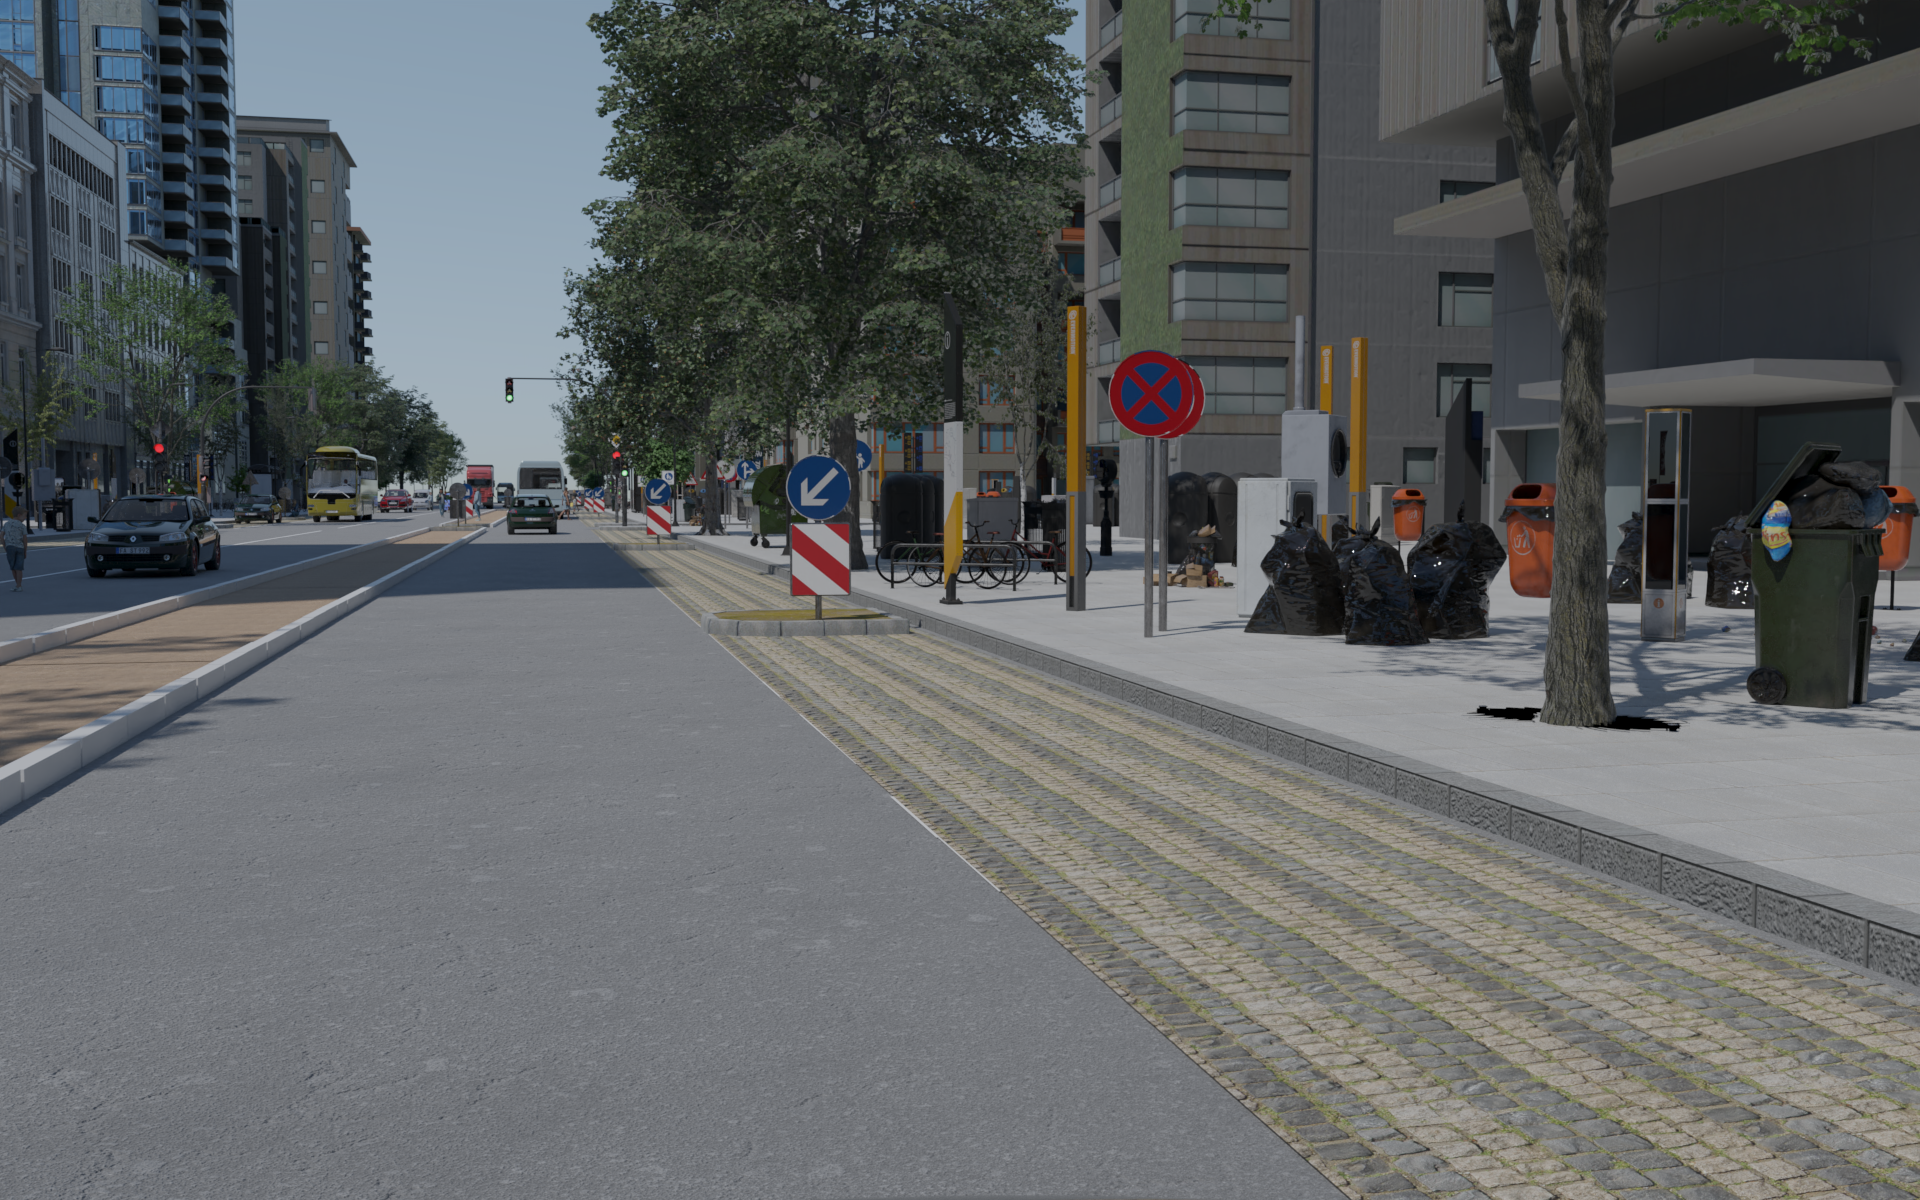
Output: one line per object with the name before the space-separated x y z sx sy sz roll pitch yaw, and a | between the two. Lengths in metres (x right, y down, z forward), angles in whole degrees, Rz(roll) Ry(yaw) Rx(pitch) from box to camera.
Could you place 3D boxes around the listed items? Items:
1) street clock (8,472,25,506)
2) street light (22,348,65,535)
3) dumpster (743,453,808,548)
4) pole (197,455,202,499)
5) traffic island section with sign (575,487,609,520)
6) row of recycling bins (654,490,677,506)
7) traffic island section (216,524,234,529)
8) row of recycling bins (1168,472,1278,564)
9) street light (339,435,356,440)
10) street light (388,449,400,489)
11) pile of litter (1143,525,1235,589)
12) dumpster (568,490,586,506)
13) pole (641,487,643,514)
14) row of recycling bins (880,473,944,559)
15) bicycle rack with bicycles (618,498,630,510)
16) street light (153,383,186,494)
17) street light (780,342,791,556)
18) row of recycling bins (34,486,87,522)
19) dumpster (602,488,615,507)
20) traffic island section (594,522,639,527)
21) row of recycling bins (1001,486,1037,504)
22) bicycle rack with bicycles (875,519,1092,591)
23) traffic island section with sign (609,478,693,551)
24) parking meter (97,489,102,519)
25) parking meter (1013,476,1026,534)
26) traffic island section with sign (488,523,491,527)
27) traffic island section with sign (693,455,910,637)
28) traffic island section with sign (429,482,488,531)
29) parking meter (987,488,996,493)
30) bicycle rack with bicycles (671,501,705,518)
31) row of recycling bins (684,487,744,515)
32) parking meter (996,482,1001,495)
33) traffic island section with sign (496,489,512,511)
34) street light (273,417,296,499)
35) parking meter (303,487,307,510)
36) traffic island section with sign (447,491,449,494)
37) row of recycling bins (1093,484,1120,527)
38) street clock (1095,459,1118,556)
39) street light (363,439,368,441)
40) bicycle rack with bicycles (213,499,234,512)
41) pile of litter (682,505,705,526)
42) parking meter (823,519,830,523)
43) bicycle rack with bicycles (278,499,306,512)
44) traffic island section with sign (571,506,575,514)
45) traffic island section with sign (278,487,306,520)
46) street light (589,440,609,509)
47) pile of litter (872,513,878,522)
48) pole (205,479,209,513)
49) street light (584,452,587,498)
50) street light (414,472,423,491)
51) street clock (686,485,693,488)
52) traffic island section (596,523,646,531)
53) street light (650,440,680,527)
street clock | -31.510 -3.263 57.923 0.358 2.002 0.471 2 4 25
street light | -29.044 -5.038 54.917 1.470 5.913 1.316 -1 4 -13
dumpster | -4.359 -2.391 41.589 1.502 2.255 1.985 -1 4 -13
pole | -39.295 -5.851 89.511 0.158 3.312 0.155 0 3 0
traffic island section with sign | -20.528 -5.454 97.804 1.989 1.847 2.006 -1 4 -13
row of recycling bins | -24.274 -8.518 146.382 3.534 1.692 1.069 -1 4 -17
traffic island section | -31.642 -3.071 72.499 2.009 0.180 2.903 -1 4 -13
row of recycling bins | 5.063 -1.578 32.913 1.069 1.692 3.534 3 5 41
street light | -48.196 -10.012 136.233 1.470 5.913 1.316 -1 4 -13
street light | -58.283 -12.592 178.415 1.470 5.913 1.316 -1 4 -13
pile of litter | 3.196 -0.626 24.202 1.176 0.858 1.719 -1 4 -8
dumpster | -38.863 -10.254 175.864 1.865 1.857 1.264 -1 4 -11
pole | -20.660 -7.276 112.810 0.158 3.312 0.155 0 3 0
row of recycling bins | -0.891 -1.750 35.724 1.069 1.692 3.534 1 4 10
bicycle rack with bicycles | -27.311 -7.865 141.980 2.852 0.926 2.925 -2 4 -26
street light | -33.027 -6.106 72.377 1.470 5.913 1.316 -1 4 -13
street light | -4.105 -3.875 35.901 1.470 5.913 1.316 -1 4 -13
row of recycling bins | -41.709 -4.479 80.340 1.069 1.692 3.534 0 4 4
dumpster | -29.502 -8.580 146.044 1.264 1.857 1.865 -1 4 -13
traffic island section | -15.105 -3.310 76.393 2.009 0.180 2.903 -1 4 -13
row of recycling bins | 2.925 -4.857 86.532 1.069 1.692 3.534 -1 4 -19
bicycle rack with bicycles | 0.119 -0.660 24.168 2.925 0.926 2.852 1 4 22
traffic island section with sign | -7.903 -2.194 44.502 1.989 1.847 2.006 -1 4 -13
parking meter | -41.416 -4.569 83.108 0.372 1.533 0.369 0 3 0
parking meter | 1.923 -3.072 55.944 0.255 1.863 0.399 3 4 37
traffic island section with sign | -21.267 -4.065 74.593 2.006 1.907 1.989 -1 4 -13
traffic island section with sign | -1.704 -0.590 18.267 1.989 1.847 2.006 -1 4 -13
traffic island section with sign | -19.570 -3.624 67.382 2.006 1.907 1.989 -1 4 -13
parking meter | 1.309 -3.903 72.221 0.372 1.533 0.369 0 3 0
bicycle rack with bicycles | -13.945 -4.703 90.275 2.925 0.926 2.852 -2 4 -26
row of recycling bins | -15.358 -6.105 106.935 3.534 1.692 1.069 0 4 7
parking meter | 1.815 -4.623 81.297 0.255 1.863 0.399 0 3 0
traffic island section with sign | -38.578 -8.537 147.718 2.006 1.907 1.989 -1 4 -13
street light | -40.610 -8.048 104.119 1.470 5.913 1.316 -1 4 -13
parking meter | -54.172 -8.410 143.219 0.255 1.863 0.399 -2 4 -30
traffic island section with sign | -73.393 -14.694 248.873 1.989 1.847 2.006 -1 4 -13
row of recycling bins | 6.414 -3.785 68.996 1.069 1.692 3.534 3 4 38
street clock | 3.030 -1.915 35.880 0.358 2.002 0.471 -2 4 -32
street light | -50.832 -10.656 146.774 1.470 5.913 1.316 -1 4 -13
bicycle rack with bicycles | -59.154 -7.630 138.140 2.852 0.926 2.925 1 4 15
pile of litter | -10.356 -3.396 69.487 1.719 0.858 1.176 -1 4 -19
parking meter | -3.394 -2.433 45.490 0.255 1.863 0.399 3 5 41
bicycle rack with bicycles | -48.256 -6.748 123.714 2.852 0.926 2.925 -2 4 -35
traffic island section with sign | -26.718 -7.059 124.041 1.989 1.847 2.006 -1 4 -13
traffic island section with sign | -36.920 -5.265 94.715 1.989 1.847 2.006 -1 4 -13
street light | -31.053 -10.838 149.735 1.470 5.913 1.316 -1 4 -13
pile of litter | -3.351 -3.992 79.233 1.176 0.858 1.719 3 5 44
pole | -41.137 -6.158 94.519 0.158 3.312 0.155 0 3 0
street light | -40.906 -13.407 191.746 1.470 5.913 1.316 -1 4 -13
street light | -65.804 -14.556 210.526 1.470 5.913 1.316 -1 4 -13
street clock | -18.553 -6.978 118.654 0.471 2.002 0.358 -1 4 -10
traffic island section | -13.266 -2.834 68.621 2.009 0.180 2.903 -1 4 -13
street light | -11.771 -5.846 68.125 1.470 5.913 1.316 -1 4 -13
